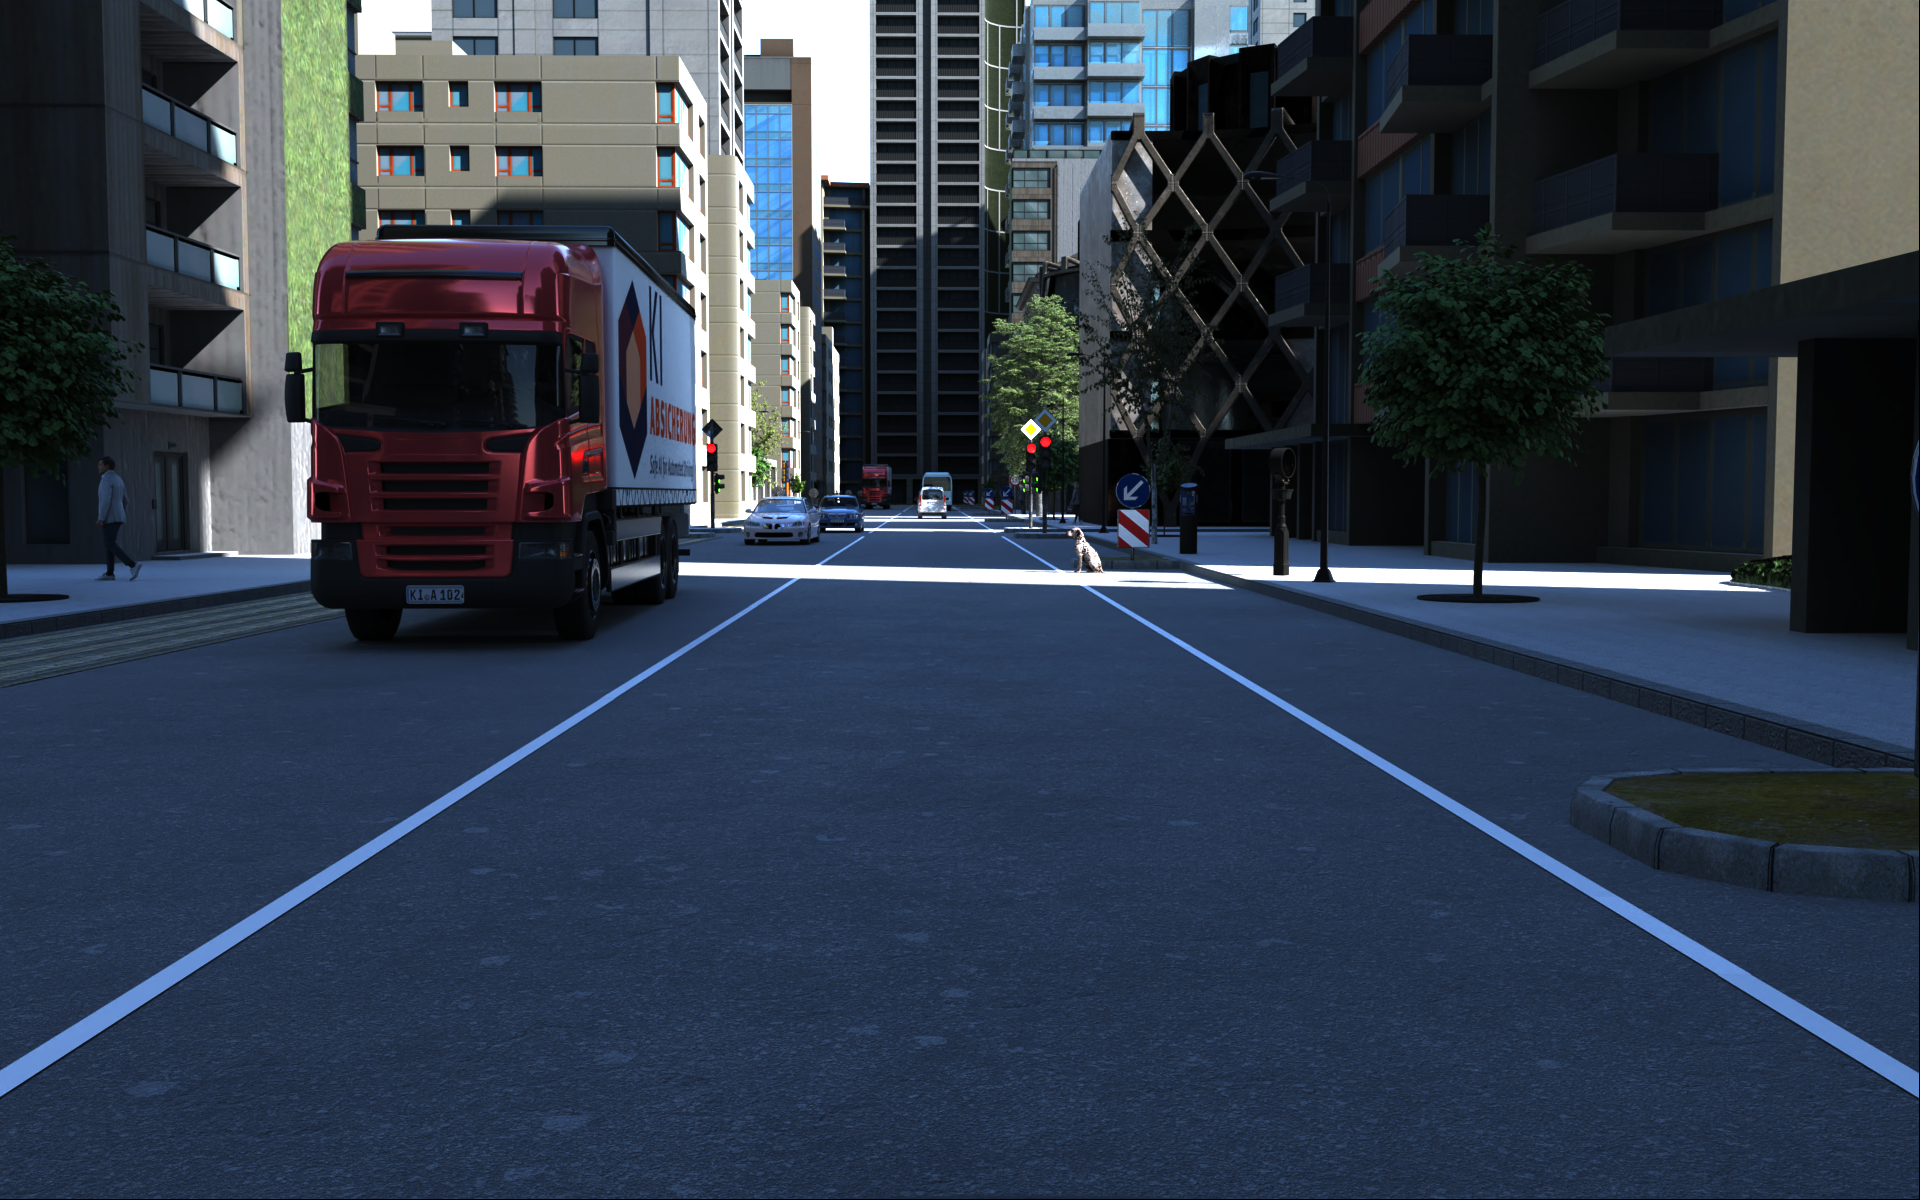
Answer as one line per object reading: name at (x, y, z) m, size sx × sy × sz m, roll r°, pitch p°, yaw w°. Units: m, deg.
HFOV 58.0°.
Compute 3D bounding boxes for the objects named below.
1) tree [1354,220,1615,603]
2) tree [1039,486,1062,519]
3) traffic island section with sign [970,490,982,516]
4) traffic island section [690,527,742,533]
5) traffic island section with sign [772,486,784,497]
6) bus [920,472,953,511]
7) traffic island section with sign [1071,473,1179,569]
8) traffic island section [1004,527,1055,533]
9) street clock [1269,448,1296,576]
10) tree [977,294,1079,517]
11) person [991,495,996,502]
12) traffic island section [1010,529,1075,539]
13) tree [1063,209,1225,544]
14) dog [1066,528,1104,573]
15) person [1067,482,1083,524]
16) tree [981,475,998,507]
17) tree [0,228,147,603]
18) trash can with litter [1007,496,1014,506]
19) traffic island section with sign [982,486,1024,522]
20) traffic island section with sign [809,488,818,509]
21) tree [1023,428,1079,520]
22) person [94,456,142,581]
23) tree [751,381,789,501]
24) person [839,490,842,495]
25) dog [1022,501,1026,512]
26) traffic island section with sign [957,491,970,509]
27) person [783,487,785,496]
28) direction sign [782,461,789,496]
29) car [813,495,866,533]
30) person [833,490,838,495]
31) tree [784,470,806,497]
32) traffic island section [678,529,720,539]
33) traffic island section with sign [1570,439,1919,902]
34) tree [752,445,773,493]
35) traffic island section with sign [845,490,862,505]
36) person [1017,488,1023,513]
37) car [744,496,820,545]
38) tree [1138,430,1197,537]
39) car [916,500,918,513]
tree at (6.250, -2.271, 20.841) m, size 4.285 × 4.588 × 4.351 m, roll 0°, pitch 3°, yaw 0°
tree at (4.545, -5.884, 90.812) m, size 1.663 × 3.219 × 1.824 m, roll 0°, pitch 3°, yaw 0°
traffic island section with sign at (1.830, -6.605, 116.616) m, size 1.989 × 1.847 × 2.006 m, roll 0°, pitch 4°, yaw -1°
traffic island section at (-9.265, -2.599, 64.774) m, size 2.009 × 0.180 × 2.903 m, roll 0°, pitch 4°, yaw -1°
traffic island section with sign at (-9.352, -4.939, 89.379) m, size 1.989 × 1.847 × 2.006 m, roll 0°, pitch 4°, yaw -1°
bus at (-2.052, -9.703, 153.511) m, size 2.948 × 3.499 × 13.247 m, roll 0°, pitch 4°, yaw -1°
traffic island section with sign at (3.202, -1.551, 33.980) m, size 1.989 × 1.847 × 2.006 m, roll 0°, pitch 4°, yaw -1°
traffic island section at (2.675, -2.611, 64.967) m, size 2.009 × 0.180 × 2.903 m, roll 0°, pitch 4°, yaw -1°
street clock at (5.065, -1.387, 27.251) m, size 0.358 × 2.002 × 0.471 m, roll 3°, pitch 4°, yaw 39°
tree at (4.719, -11.014, 98.199) m, size 7.486 × 12.596 × 7.792 m, roll 0°, pitch 3°, yaw 0°
person at (3.118, -9.602, 166.263) m, size 0.697 × 1.427 × 0.421 m, roll -3°, pitch 4°, yaw -37°
traffic island section at (2.808, -2.122, 56.983) m, size 2.009 × 0.180 × 2.903 m, roll 0°, pitch 4°, yaw -1°
tree at (4.891, -5.744, 44.269) m, size 4.360 × 8.622 × 3.978 m, roll 0°, pitch 3°, yaw 0°
dog at (2.391, -0.897, 31.496) m, size 0.800 × 0.831 × 0.513 m, roll 3°, pitch 5°, yaw 42°
person at (4.894, -4.088, 73.071) m, size 0.728 × 1.800 × 0.709 m, roll 3°, pitch 5°, yaw 43°
tree at (2.923, -10.914, 173.047) m, size 1.663 × 3.219 × 1.824 m, roll 0°, pitch 3°, yaw 0°
tree at (-11.532, -2.274, 20.902) m, size 4.285 × 4.588 × 4.351 m, roll 0°, pitch 3°, yaw 0°
trash can with litter at (3.468, -6.771, 122.089) m, size 0.624 × 1.170 × 1.055 m, roll 0°, pitch 4°, yaw -3°
traffic island section with sign at (2.273, -4.952, 89.592) m, size 1.989 × 1.847 × 2.006 m, roll 0°, pitch 4°, yaw -1°
traffic island section with sign at (-9.804, -6.606, 116.635) m, size 1.989 × 1.847 × 2.006 m, roll 0°, pitch 4°, yaw -1°
tree at (4.663, -6.247, 85.856) m, size 4.285 × 4.588 × 4.351 m, roll 0°, pitch 3°, yaw 0°
person at (-12.490, -1.210, 25.666) m, size 0.795 × 1.843 × 0.661 m, roll 0°, pitch 4°, yaw -1°
tree at (-12.555, -9.445, 104.791) m, size 4.737 × 8.622 × 4.395 m, roll 0°, pitch 3°, yaw 0°
person at (-13.743, -11.778, 199.525) m, size 0.541 × 1.710 × 0.530 m, roll -3°, pitch 4°, yaw -37°
dog at (4.471, -6.397, 118.966) m, size 0.513 × 0.831 × 0.800 m, roll 3°, pitch 4°, yaw 36°
traffic island section with sign at (0.981, -9.669, 166.708) m, size 1.989 × 1.847 × 2.006 m, roll 0°, pitch 4°, yaw -1°
person at (-12.945, -7.449, 128.014) m, size 0.419 × 1.800 × 0.721 m, roll 0°, pitch 4°, yaw -3°
direction sign at (-11.833, -7.680, 117.572) m, size 0.379 × 3.537 × 0.876 m, roll 1°, pitch 4°, yaw 21°
car at (-4.558, -3.289, 65.786) m, size 2.014 × 1.417 × 4.499 m, roll 0°, pitch 4°, yaw -1°
person at (-13.426, -10.976, 186.310) m, size 0.742 × 1.727 × 0.445 m, roll 0°, pitch 4°, yaw 6°
tree at (-12.913, -8.735, 137.423) m, size 1.663 × 3.219 × 1.824 m, roll 0°, pitch 3°, yaw 0°
traffic island section at (-9.132, -2.111, 56.790) m, size 2.009 × 0.180 × 2.903 m, roll 0°, pitch 4°, yaw -1°
traffic island section with sign at (3.642, 0.098, 7.028) m, size 1.989 × 1.847 × 2.006 m, roll 0°, pitch 4°, yaw -1°
tree at (-12.512, -7.119, 100.114) m, size 4.285 × 4.588 × 4.351 m, roll 0°, pitch 3°, yaw 0°
traffic island section with sign at (-10.638, -9.657, 166.524) m, size 1.989 × 1.847 × 2.006 m, roll 0°, pitch 4°, yaw -1°
person at (4.108, -6.752, 116.628) m, size 0.537 × 1.800 × 0.526 m, roll -1°, pitch 4°, yaw -13°
car at (-5.149, -2.332, 50.494) m, size 2.083 × 1.381 × 4.827 m, roll 0°, pitch 4°, yaw 1°
tree at (6.147, -3.508, 51.953) m, size 1.663 × 3.219 × 1.824 m, roll 0°, pitch 3°, yaw 0°
car at (-2.325, -7.407, 130.898) m, size 2.009 × 1.686 × 4.222 m, roll 0°, pitch 4°, yaw 1°
